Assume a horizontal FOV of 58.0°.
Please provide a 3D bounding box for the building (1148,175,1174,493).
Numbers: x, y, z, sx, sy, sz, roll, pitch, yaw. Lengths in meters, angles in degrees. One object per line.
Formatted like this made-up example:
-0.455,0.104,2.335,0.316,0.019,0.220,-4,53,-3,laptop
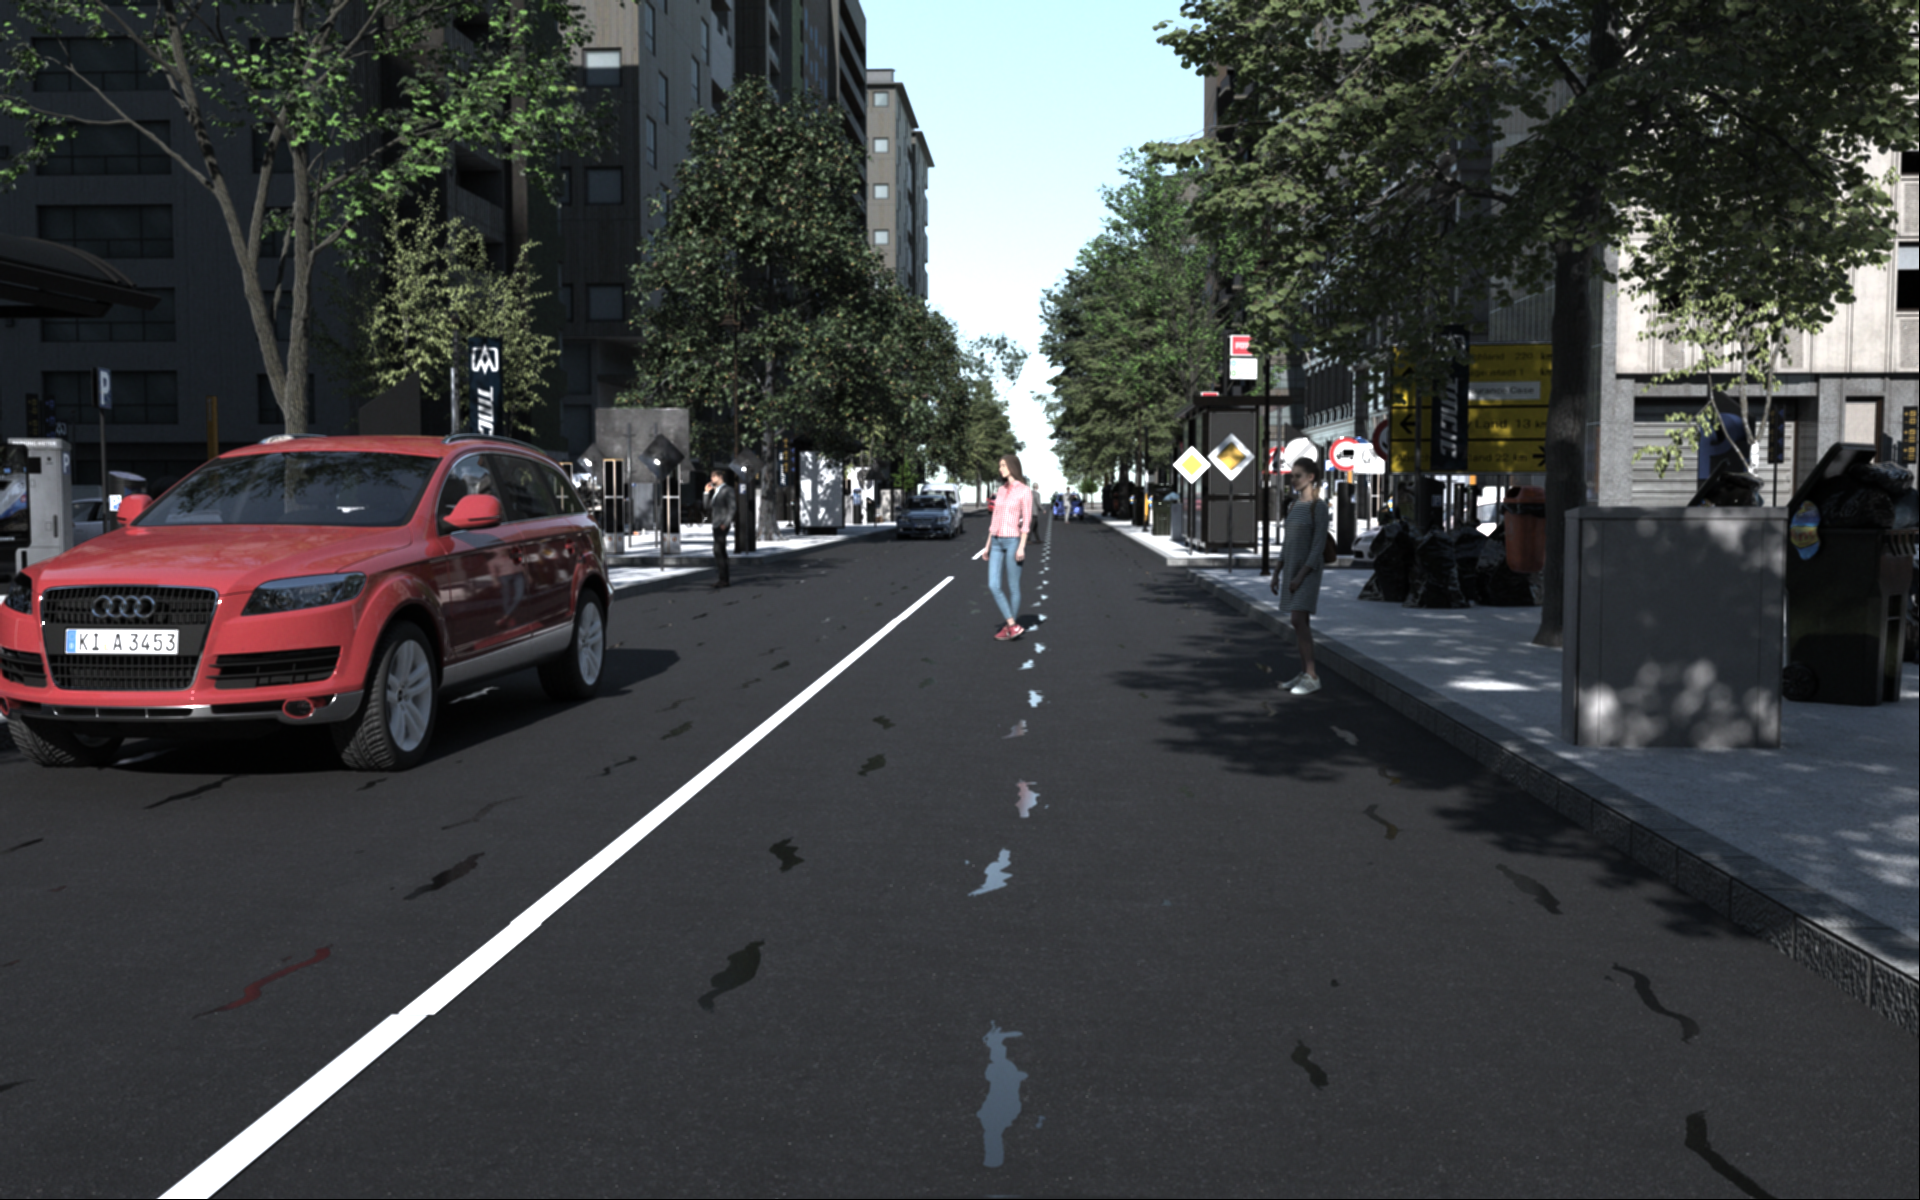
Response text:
39.224,-38.789,257.898,21.300,48.544,21.600,0,4,3,building

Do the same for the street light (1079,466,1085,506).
13.402,-13.082,186.675,0.468,5.910,1.993,0,4,3,street light

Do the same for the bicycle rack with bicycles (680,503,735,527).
-9.614,-3.282,67.050,2.852,0.926,2.925,1,4,9,bicycle rack with bicycles

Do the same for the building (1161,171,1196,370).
35.140,-36.055,239.602,14.600,45.320,14.200,0,4,3,building

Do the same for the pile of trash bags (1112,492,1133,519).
9.428,-4.892,89.736,3.447,1.369,1.912,-2,4,-25,pile of trash bags

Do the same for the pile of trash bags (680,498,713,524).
-11.472,-3.968,74.630,1.912,1.369,3.447,2,4,27,pile of trash bags

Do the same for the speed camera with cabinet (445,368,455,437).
-7.404,-1.979,26.688,0.660,3.252,2.038,-2,4,-30,speed camera with cabinet

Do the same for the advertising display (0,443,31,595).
-12.184,-1.027,22.005,0.123,1.923,0.974,0,4,7,advertising display

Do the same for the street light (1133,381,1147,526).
7.110,-5.857,68.546,0.468,5.910,1.993,0,4,3,street light

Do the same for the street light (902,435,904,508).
-2.628,-6.520,79.386,0.468,5.910,1.993,0,4,3,street light

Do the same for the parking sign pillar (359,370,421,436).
-12.344,-2.994,37.430,1.447,3.967,1.447,-3,4,-36,parking sign pillar

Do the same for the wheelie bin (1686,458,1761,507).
6.880,-0.473,15.643,0.693,1.594,0.980,1,4,22,wheelie bin

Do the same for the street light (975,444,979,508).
1.532,-11.175,155.491,0.468,5.910,1.993,0,4,3,street light

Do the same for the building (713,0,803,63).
-18.719,-26.643,119.201,14.154,41.232,14.086,0,4,3,building

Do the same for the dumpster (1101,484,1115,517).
8.728,-5.712,99.152,1.264,1.857,1.865,0,4,3,dumpster

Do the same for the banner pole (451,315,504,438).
-6.816,-2.100,24.346,0.863,3.779,0.401,-1,4,-12,banner pole

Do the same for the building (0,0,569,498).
-22.383,-17.582,59.161,14.160,30.474,14.107,0,4,3,building

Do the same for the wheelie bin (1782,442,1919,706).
5.531,-0.174,10.749,0.980,1.594,0.693,-3,5,-43,wheelie bin

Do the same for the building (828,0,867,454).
-19.845,-32.267,151.271,21.300,48.544,21.600,0,4,3,building

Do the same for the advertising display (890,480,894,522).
-3.147,-4.579,80.081,0.123,1.923,0.974,0,4,-5,advertising display

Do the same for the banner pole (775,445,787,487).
-9.046,-5.942,87.173,0.863,3.779,0.401,1,4,19,banner pole

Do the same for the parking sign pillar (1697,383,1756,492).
18.263,-3.232,41.307,1.447,3.967,1.447,-2,4,-26,parking sign pillar

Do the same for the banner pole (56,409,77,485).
-26.222,-3.720,50.839,0.863,3.779,0.401,-3,5,-45,banner pole

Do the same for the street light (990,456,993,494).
3.651,-13.670,196.293,0.468,5.910,1.993,0,4,3,street light

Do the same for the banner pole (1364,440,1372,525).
16.876,-4.958,71.085,0.863,3.779,0.401,-2,4,-35,banner pole

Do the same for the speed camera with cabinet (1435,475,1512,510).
11.781,-2.730,38.976,2.038,3.252,0.660,2,4,28,speed camera with cabinet

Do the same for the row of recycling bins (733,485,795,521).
-9.135,-4.587,82.109,3.534,1.692,1.069,-2,4,-27,row of recycling bins

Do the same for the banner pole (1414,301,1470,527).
6.202,-1.990,22.551,0.863,3.779,0.401,1,4,16,banner pole

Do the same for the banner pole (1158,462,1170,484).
10.984,-6.276,92.625,0.863,3.779,0.401,1,4,16,banner pole

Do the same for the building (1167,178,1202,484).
34.068,-33.153,225.647,14.154,41.232,14.086,0,4,3,building

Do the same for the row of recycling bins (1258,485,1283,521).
14.446,-4.567,81.775,3.534,1.692,1.069,2,4,28,row of recycling bins

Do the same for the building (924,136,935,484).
-18.639,-40.272,247.681,28.713,52.752,27.495,0,4,3,building

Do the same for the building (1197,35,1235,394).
30.897,-31.608,166.898,14.600,45.320,14.200,0,4,3,building

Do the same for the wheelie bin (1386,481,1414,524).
10.490,-2.008,40.732,0.980,1.594,0.693,-3,5,-41,wheelie bin

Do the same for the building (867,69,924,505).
-20.350,-38.596,220.290,28.713,52.752,27.495,0,4,3,building

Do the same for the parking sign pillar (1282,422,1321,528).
12.874,-4.687,65.108,1.447,3.967,1.447,0,4,-1,parking sign pillar

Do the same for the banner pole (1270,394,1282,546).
8.016,-3.269,43.470,0.401,3.779,0.863,1,4,16,banner pole

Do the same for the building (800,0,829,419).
-17.861,-29.557,133.371,14.600,45.320,14.200,0,4,3,building

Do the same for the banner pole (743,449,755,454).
-10.785,-6.003,88.174,0.863,3.779,0.401,1,4,15,banner pole

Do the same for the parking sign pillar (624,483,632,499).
-14.451,-5.255,74.393,1.447,3.967,1.447,1,4,13,parking sign pillar

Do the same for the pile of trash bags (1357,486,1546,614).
5.902,-0.613,19.778,1.912,1.369,3.447,0,4,-6,pile of trash bags

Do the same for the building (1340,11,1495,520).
25.447,-14.385,76.997,13.314,21.916,24.055,0,4,3,building

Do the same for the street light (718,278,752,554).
-4.797,-3.935,37.121,0.468,5.910,1.993,0,4,3,street light

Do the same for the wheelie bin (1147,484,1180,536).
6.293,-2.792,53.558,0.980,1.594,0.693,0,4,6,wheelie bin

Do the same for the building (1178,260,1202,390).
33.647,-26.924,211.908,14.160,30.474,14.107,0,4,3,building

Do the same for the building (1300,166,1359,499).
26.415,-16.118,99.694,11.583,22.565,21.152,0,4,3,building

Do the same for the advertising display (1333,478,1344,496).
17.588,-4.588,80.228,0.123,1.923,0.974,3,5,44,advertising display

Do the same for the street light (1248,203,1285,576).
4.824,-3.327,27.176,0.468,5.910,1.993,0,4,3,street light

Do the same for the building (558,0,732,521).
-27.569,-30.848,93.596,28.713,52.752,27.495,0,4,3,building

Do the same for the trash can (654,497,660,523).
-13.254,-3.957,76.343,0.748,1.137,0.748,0,3,0,trash can

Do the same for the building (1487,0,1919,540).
27.257,-14.243,50.902,19.932,24.808,12.078,0,4,3,building

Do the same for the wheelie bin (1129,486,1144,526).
7.394,-3.817,70.318,0.980,1.594,0.693,-1,4,-11,wheelie bin

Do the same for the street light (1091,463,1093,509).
11.061,-10.512,144.657,0.468,5.910,1.993,0,4,3,street light

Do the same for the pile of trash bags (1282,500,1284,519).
16.100,-5.008,91.632,3.447,1.369,1.912,2,4,28,pile of trash bags

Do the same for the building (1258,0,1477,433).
28.161,-26.932,123.937,14.154,41.232,14.086,0,4,3,building

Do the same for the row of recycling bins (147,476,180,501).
-17.834,-2.014,40.044,1.069,1.692,3.534,2,4,35,row of recycling bins

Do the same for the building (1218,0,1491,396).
33.264,-30.009,145.263,22.147,44.769,28.867,0,4,3,building

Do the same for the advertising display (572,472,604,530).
-10.983,-2.793,50.880,0.974,1.923,0.123,0,4,-4,advertising display

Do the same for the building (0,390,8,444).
-44.084,-22.848,65.440,23.993,40.220,32.217,0,4,3,building
